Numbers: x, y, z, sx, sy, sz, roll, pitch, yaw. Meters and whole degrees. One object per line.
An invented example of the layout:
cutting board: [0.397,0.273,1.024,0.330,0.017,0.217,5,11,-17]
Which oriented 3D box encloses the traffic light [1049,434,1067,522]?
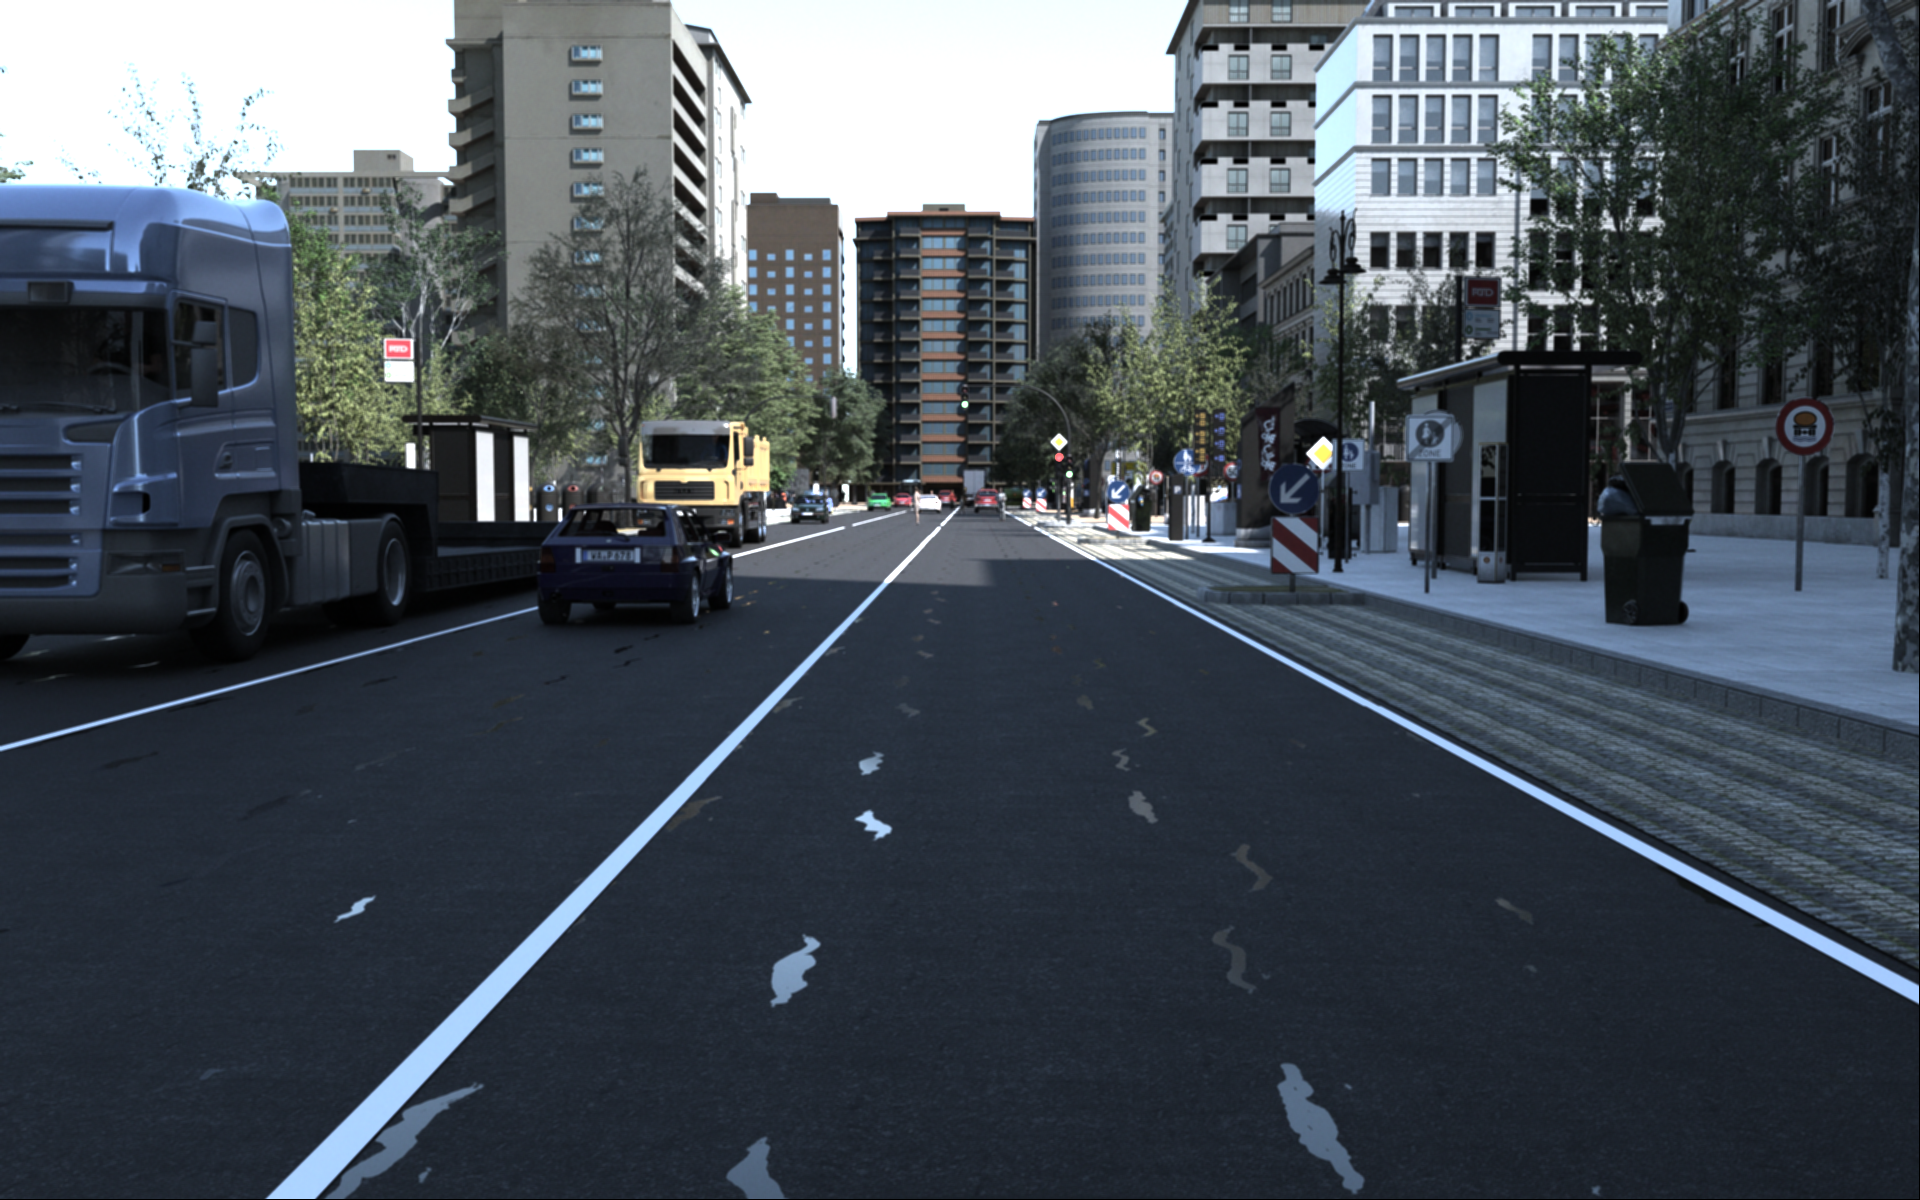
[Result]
traffic light: [4.570,-5.590,80.320,0.839,4.253,0.868,0,4,0]

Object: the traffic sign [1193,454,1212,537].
traffic sign: [7.066,-3.134,51.350,0.768,2.556,0.104,0,4,5]

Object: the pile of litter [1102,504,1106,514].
pile of litter: [8.543,-5.341,101.297,1.176,0.858,1.719,-1,4,-23]

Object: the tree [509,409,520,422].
tree: [-38.797,-12.410,153.266,4.360,8.622,3.978,0,3,0]

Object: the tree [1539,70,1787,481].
tree: [12.668,-4.930,30.962,4.737,8.622,4.395,0,3,0]

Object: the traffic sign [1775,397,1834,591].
traffic sign: [11.106,-1.392,22.865,0.768,2.556,0.104,0,4,1]

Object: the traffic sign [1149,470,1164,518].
traffic sign: [10.504,-5.658,92.606,0.768,2.556,0.104,0,4,3]

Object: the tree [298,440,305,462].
tree: [-61.939,-11.174,145.595,20.602,7.101,11.467,1,4,17]

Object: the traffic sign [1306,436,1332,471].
traffic sign: [8.263,-2.423,39.342,0.795,2.593,0.064,0,4,3]

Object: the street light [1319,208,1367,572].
street light: [6.226,-3.398,28.350,0.468,5.910,1.993,0,4,0]

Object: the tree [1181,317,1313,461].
tree: [16.562,-10.686,100.465,9.928,11.665,9.643,0,3,0]

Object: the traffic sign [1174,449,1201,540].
traffic sign: [6.384,-2.971,48.685,0.768,2.556,0.104,0,4,6]

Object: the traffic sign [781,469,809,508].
traffic sign: [-13.211,-8.874,138.955,2.265,3.308,0.079,0,4,3]

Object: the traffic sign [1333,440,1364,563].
traffic sign: [7.197,-1.837,32.168,0.606,2.300,0.079,0,4,1]

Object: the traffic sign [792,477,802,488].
traffic sign: [-12.061,-7.834,128.196,0.768,2.556,0.104,0,4,5]

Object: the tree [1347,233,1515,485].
tree: [13.200,-6.003,48.507,4.360,8.622,3.978,0,3,0]

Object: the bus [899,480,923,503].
bus: [-6.234,-13.837,221.094,2.948,3.499,13.247,0,4,-1]

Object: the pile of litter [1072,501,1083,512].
pile of litter: [8.636,-6.652,122.727,1.176,0.858,1.719,-3,4,-36]

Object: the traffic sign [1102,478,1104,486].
traffic sign: [10.122,-7.713,126.216,0.768,2.556,0.104,0,4,2]

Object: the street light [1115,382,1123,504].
street light: [6.559,-6.011,71.062,0.468,5.910,1.993,0,4,0]

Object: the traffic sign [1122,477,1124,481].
traffic sign: [8.760,-5.851,95.659,0.884,2.594,0.081,1,4,9]

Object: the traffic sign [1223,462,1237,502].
traffic sign: [10.839,-4.203,68.825,0.768,2.556,0.104,0,4,5]

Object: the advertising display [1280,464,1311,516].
advertising display: [7.166,-1.943,36.985,0.974,1.923,0.123,-3,5,-45]

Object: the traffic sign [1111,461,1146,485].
traffic sign: [10.581,-6.988,108.124,2.265,3.308,0.079,1,4,9]

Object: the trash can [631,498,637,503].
trash can: [-12.709,-3.461,68.244,0.748,1.137,0.748,0,3,0]

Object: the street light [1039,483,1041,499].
street light: [7.163,-11.151,155.100,0.468,5.910,1.993,0,4,0]

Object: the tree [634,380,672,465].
tree: [-24.781,-12.100,132.247,8.767,10.594,7.601,3,4,37]

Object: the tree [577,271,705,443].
tree: [-27.191,-17.784,146.660,12.611,20.169,13.585,0,3,0]

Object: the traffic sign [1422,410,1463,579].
traffic sign: [7.195,-1.597,26.219,0.768,2.556,0.104,0,4,3]

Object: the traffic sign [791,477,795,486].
traffic sign: [-12.285,-7.945,130.004,0.768,2.556,0.104,0,4,2]

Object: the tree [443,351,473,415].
tree: [-25.404,-8.095,82.723,4.737,8.622,4.395,0,3,0]

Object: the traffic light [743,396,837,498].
traffic light: [-8.099,-6.468,80.426,4.771,5.953,1.251,0,4,0]

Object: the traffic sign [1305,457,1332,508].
traffic sign: [8.966,-2.660,43.493,0.884,2.594,0.081,0,4,8]

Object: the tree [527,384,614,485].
tree: [-23.925,-9.285,102.178,4.737,8.622,4.395,0,3,0]

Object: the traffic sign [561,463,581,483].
traffic sign: [-16.211,-4.414,72.167,0.884,2.594,0.081,0,4,7]

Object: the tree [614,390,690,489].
tree: [-21.278,-10.135,116.070,4.737,8.622,4.395,0,3,0]

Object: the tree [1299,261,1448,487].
tree: [12.544,-6.363,54.393,4.737,8.622,4.395,0,3,0]

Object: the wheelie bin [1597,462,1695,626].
wheelie bin: [6.728,-0.563,17.113,0.980,1.594,0.693,-1,4,-21]

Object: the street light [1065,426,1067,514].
street light: [6.865,-8.530,112.252,0.468,5.910,1.993,0,4,0]

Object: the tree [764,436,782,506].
tree: [-15.484,-11.301,135.139,4.737,8.622,4.395,0,3,0]

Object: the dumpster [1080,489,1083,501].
dumpster: [9.720,-7.620,130.344,1.264,1.857,1.865,0,4,0]

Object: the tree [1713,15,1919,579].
tree: [13.792,-4.633,26.106,4.360,8.622,3.978,0,3,0]

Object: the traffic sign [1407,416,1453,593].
traffic sign: [6.068,-1.242,22.441,0.606,2.300,0.079,0,4,6]

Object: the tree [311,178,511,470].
tree: [-34.193,-15.352,106.890,12.611,20.169,13.585,0,3,0]

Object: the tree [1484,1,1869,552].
tree: [15.693,-6.879,38.228,9.928,11.665,9.643,0,3,0]

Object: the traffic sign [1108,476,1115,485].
traffic sign: [8.451,-5.710,95.490,0.606,2.300,0.079,0,4,8]

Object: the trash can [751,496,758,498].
trash can: [-13.615,-6.381,115.978,0.748,1.137,0.748,0,3,0]

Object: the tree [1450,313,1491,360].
tree: [18.380,-7.131,66.952,4.737,8.622,4.395,0,3,0]

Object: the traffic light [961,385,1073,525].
traffic light: [2.422,-5.966,72.208,4.771,5.953,1.251,0,4,0]

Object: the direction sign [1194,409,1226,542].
direction sign: [6.624,-3.304,46.014,0.876,3.537,0.379,-1,4,-12]

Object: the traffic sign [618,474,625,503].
traffic sign: [-16.969,-5.211,87.326,0.606,2.300,0.079,1,4,9]

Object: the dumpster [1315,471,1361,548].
dumpster: [9.057,-2.128,40.545,1.264,1.857,1.865,0,4,1]

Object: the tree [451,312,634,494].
tree: [-22.320,-9.480,89.416,8.767,10.594,7.601,0,4,4]

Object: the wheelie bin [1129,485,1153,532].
wheelie bin: [6.213,-3.145,59.321,0.693,1.594,0.980,-1,4,-12]

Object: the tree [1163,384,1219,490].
tree: [16.078,-9.769,110.079,4.360,8.622,3.978,0,3,0]

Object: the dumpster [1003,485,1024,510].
dumpster: [4.925,-9.434,159.196,1.985,2.255,1.502,0,4,-1]

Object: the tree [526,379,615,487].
tree: [-24.018,-9.669,108.455,4.360,8.622,3.978,0,3,0]

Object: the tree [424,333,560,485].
tree: [-32.275,-12.448,120.525,9.611,12.733,9.660,0,3,0]

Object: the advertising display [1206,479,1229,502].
advertising display: [10.798,-4.130,72.738,0.974,1.923,0.123,-1,4,-13]
